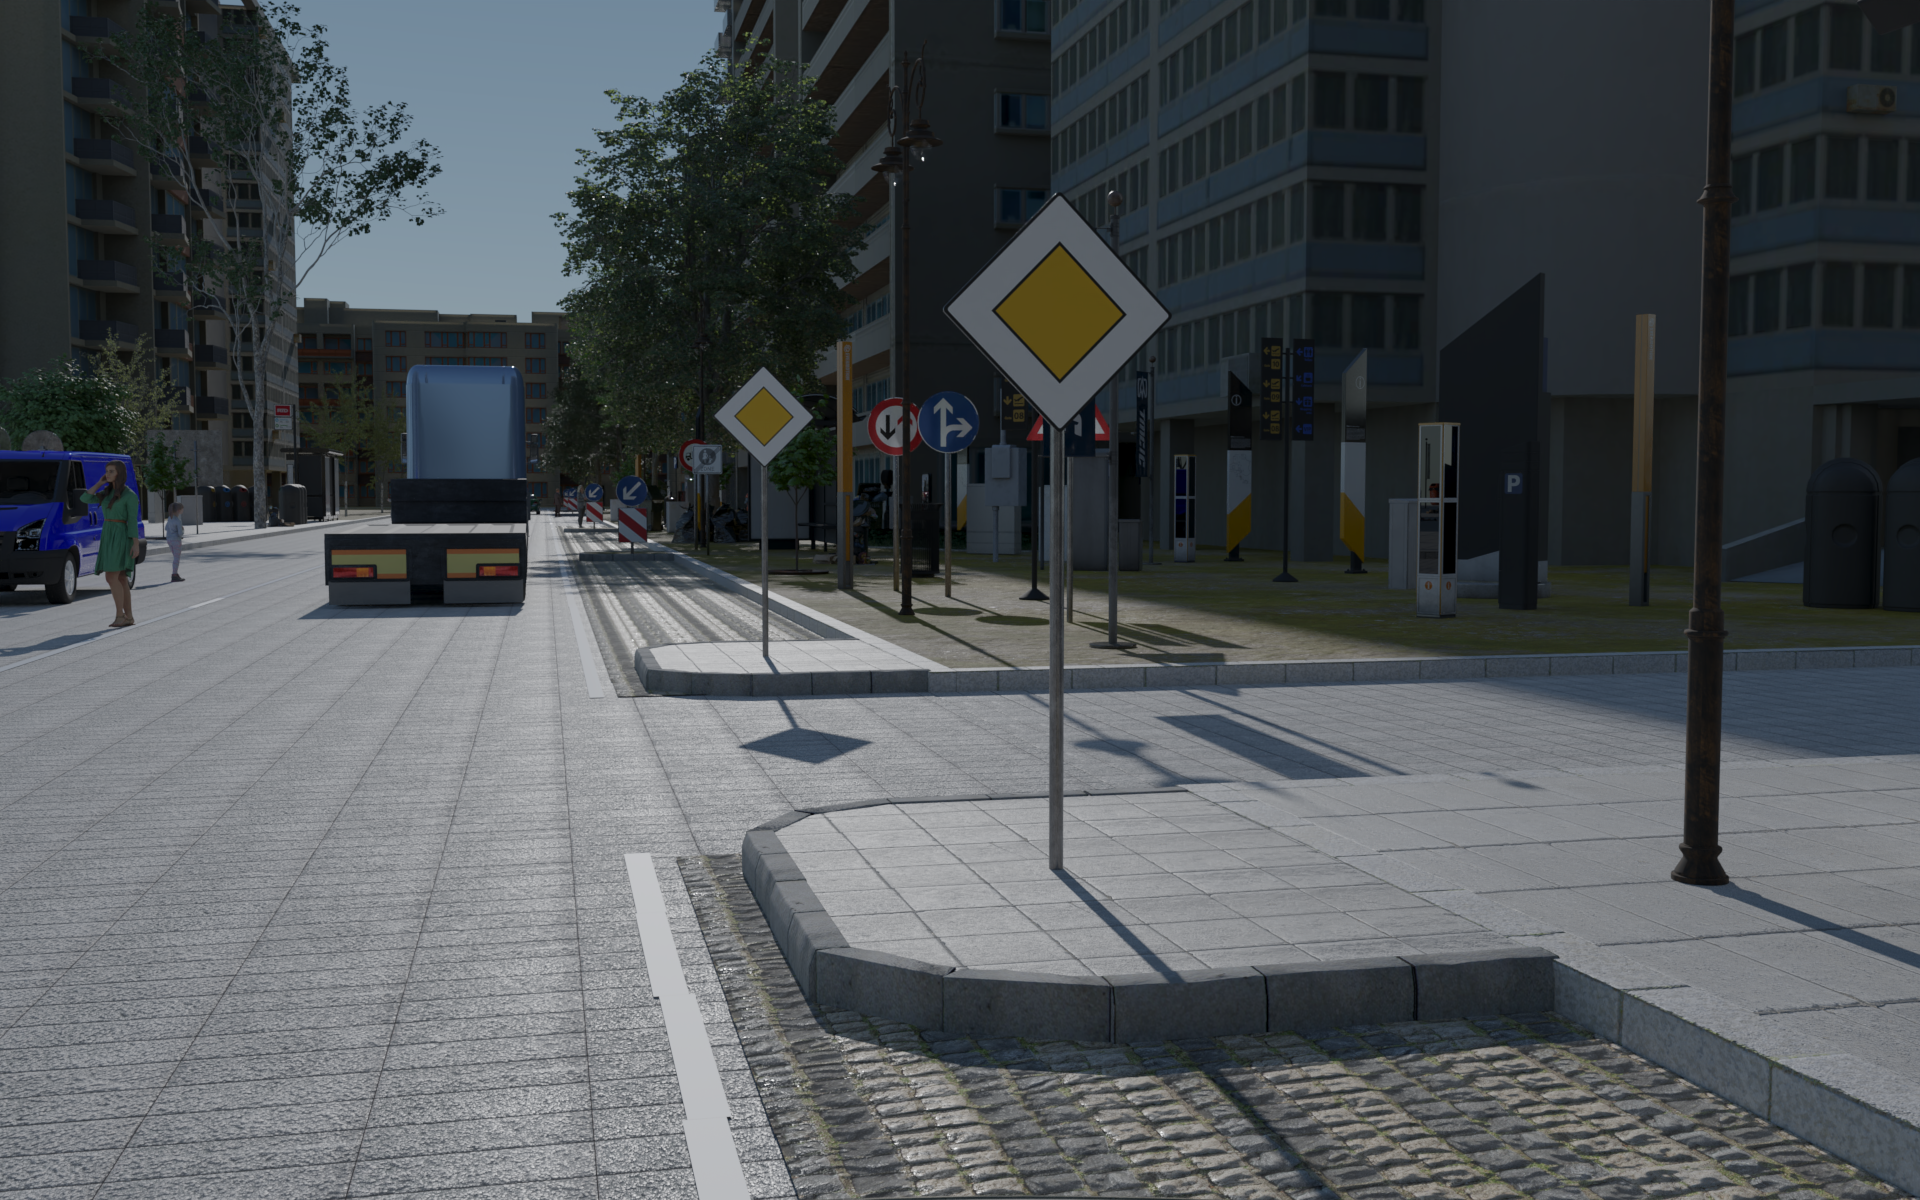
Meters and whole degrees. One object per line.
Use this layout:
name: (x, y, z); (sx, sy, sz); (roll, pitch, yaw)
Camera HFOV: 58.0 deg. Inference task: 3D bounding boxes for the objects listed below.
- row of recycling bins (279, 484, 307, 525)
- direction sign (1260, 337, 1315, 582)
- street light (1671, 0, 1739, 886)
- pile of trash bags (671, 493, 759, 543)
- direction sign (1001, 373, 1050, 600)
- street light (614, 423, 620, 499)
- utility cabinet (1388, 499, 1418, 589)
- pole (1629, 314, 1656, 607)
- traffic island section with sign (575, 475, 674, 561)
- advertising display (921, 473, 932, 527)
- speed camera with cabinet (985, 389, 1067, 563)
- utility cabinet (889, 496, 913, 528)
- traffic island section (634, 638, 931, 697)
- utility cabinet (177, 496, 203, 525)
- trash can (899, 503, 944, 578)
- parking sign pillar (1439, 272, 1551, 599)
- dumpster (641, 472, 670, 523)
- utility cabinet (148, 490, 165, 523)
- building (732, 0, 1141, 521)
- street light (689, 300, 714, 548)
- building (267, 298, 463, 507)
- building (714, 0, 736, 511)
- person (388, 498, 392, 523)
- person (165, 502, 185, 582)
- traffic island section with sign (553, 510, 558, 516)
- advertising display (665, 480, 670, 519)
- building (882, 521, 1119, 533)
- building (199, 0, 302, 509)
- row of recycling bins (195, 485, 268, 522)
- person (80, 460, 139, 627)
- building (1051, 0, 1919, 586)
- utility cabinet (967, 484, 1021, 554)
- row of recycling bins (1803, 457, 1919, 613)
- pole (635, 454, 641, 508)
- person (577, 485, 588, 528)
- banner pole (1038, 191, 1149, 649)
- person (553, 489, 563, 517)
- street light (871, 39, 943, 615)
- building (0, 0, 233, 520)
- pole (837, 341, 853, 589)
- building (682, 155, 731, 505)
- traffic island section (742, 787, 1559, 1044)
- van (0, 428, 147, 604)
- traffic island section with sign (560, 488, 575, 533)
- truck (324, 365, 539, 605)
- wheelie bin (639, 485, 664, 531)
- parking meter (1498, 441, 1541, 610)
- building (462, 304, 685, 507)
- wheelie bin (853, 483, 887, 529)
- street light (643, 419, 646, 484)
row of recycling bins: (-28.231, -4.054, 73.388); (1.069, 1.692, 3.534); (-1, 4, -16)
direction sign: (4.761, -2.034, 25.250); (0.876, 3.537, 0.379); (-1, 4, -20)
street light: (2.459, -2.006, 5.578); (0.468, 5.910, 1.993); (-1, 4, -13)
pile of trash bags: (-6.228, -2.259, 46.681); (1.912, 1.369, 3.447); (1, 4, 22)
direction sign: (0.905, -1.771, 20.957); (0.876, 3.537, 0.379); (2, 4, 25)
street light: (-17.146, -6.972, 86.780); (0.468, 5.910, 1.993); (-1, 4, -13)
utility cabinet: (6.218, -0.772, 23.782); (0.306, 1.237, 1.020); (3, 4, 36)
pole: (7.782, -1.584, 19.749); (0.158, 3.312, 0.155); (0, 3, 0)
traffic island section with sign: (-7.269, -1.774, 37.637); (1.989, 1.847, 2.006); (-1, 4, -13)
advertising display: (-1.018, -2.925, 53.044); (0.123, 1.923, 0.974); (-1, 4, -14)
speed camera with cabinet: (1.521, -2.337, 32.548); (2.038, 3.252, 0.660); (1, 4, 19)
utility cabinet: (-1.696, -2.369, 49.889); (0.306, 1.237, 1.020); (2, 4, 23)
traffic island section: (-1.520, 0.524, 13.715); (2.009, 0.180, 2.903); (-1, 4, -13)
utility cabinet: (-31.782, -3.689, 71.473); (0.306, 1.237, 1.020); (2, 4, 28)
trash can: (-0.618, -0.920, 26.693); (0.748, 1.137, 0.748); (0, 3, 0)
parking sign pillar: (6.693, -2.034, 21.725); (1.447, 3.967, 1.447); (3, 5, 41)
dumpster: (-13.567, -4.509, 76.210); (1.502, 2.255, 1.985); (-1, 4, -14)
utility cabinet: (-35.112, -4.094, 75.616); (0.318, 1.500, 1.173); (0, 4, -6)
building: (-1.761, -29.343, 103.466); (21.300, 48.544, 21.600); (-1, 4, -13)
street light: (-6.147, -4.190, 41.289); (0.468, 5.910, 1.993); (-1, 4, -13)
building: (-66.836, -20.742, 184.177); (28.899, 21.520, 27.650); (-1, 4, -13)
building: (-6.299, -31.160, 129.080); (23.786, 49.044, 30.456); (-1, 4, -13)
person: (-25.190, -4.185, 77.119); (0.583, 1.804, 0.606); (1, 4, 14)
person: (-12.816, -0.951, 28.329); (0.425, 1.301, 0.394); (1, 4, 19)
traffic island section with sign: (-25.321, -6.363, 112.659); (1.989, 1.847, 2.006); (-1, 4, -13)
advertising display: (-13.399, -4.536, 79.381); (0.123, 1.923, 0.974); (0, 4, -1)
building: (5.841, -27.096, 66.721); (21.300, 48.544, 21.600); (-1, 4, -13)
building: (-62.608, -26.728, 128.885); (23.993, 40.220, 32.217); (-1, 4, -13)
row of recycling bins: (-33.664, -4.455, 79.952); (1.069, 1.692, 3.534); (2, 4, 32)
person: (-9.014, -0.601, 18.572); (0.600, 1.795, 0.529); (1, 4, 10)
building: (16.048, -21.276, 39.742); (23.993, 40.220, 32.217); (-1, 4, -13)
utility cabinet: (0.723, -1.715, 36.720); (1.173, 1.500, 0.318); (2, 4, 31)
row of recycling bins: (10.959, -0.707, 18.677); (1.069, 1.692, 3.534); (-3, 5, -44)
pole: (-11.612, -4.203, 62.566); (0.158, 3.312, 0.155); (0, 3, 0)
person: (-15.497, -3.825, 71.229); (0.526, 1.800, 0.537); (3, 5, 45)
banner pole: (1.059, -1.488, 14.351); (0.863, 3.779, 0.401); (-1, 4, -16)
person: (-25.100, -6.066, 108.237); (0.434, 1.755, 0.990); (-3, 5, -41)
street light: (-0.566, -2.779, 18.225); (0.468, 5.910, 1.993); (-1, 4, -13)
building: (-52.969, -26.858, 93.759); (22.147, 44.769, 28.867); (-1, 4, -13)
pole: (-1.546, -1.800, 23.280); (0.158, 3.312, 0.155); (0, 3, 0)
building: (-17.046, -23.134, 149.944); (14.160, 30.474, 14.107); (-1, 4, -13)
traffic island section: (0.347, 0.999, 5.951); (2.009, 0.180, 2.903); (-1, 4, -13)
van: (-12.917, -1.204, 24.063); (2.240, 2.365, 5.245); (-1, 4, -13)
traffic island section with sign: (-13.773, -3.423, 64.599); (1.989, 1.847, 2.006); (-1, 4, -13)
truck: (-8.949, -2.505, 30.708); (2.967, 4.110, 18.799); (-1, 4, -14)
wheelie bin: (-10.706, -3.179, 59.878); (0.693, 1.594, 0.980); (2, 4, 30)
parking meter: (6.217, -0.830, 19.287); (0.255, 1.863, 0.399); (-3, 4, -38)
building: (-38.528, -21.101, 190.044); (28.899, 21.520, 27.650); (-1, 4, -13)
wheelie bin: (-2.496, -2.491, 48.638); (0.980, 1.594, 0.693); (-1, 4, -20)
street light: (-11.680, -5.582, 64.058); (0.468, 5.910, 1.993); (-1, 4, -13)
